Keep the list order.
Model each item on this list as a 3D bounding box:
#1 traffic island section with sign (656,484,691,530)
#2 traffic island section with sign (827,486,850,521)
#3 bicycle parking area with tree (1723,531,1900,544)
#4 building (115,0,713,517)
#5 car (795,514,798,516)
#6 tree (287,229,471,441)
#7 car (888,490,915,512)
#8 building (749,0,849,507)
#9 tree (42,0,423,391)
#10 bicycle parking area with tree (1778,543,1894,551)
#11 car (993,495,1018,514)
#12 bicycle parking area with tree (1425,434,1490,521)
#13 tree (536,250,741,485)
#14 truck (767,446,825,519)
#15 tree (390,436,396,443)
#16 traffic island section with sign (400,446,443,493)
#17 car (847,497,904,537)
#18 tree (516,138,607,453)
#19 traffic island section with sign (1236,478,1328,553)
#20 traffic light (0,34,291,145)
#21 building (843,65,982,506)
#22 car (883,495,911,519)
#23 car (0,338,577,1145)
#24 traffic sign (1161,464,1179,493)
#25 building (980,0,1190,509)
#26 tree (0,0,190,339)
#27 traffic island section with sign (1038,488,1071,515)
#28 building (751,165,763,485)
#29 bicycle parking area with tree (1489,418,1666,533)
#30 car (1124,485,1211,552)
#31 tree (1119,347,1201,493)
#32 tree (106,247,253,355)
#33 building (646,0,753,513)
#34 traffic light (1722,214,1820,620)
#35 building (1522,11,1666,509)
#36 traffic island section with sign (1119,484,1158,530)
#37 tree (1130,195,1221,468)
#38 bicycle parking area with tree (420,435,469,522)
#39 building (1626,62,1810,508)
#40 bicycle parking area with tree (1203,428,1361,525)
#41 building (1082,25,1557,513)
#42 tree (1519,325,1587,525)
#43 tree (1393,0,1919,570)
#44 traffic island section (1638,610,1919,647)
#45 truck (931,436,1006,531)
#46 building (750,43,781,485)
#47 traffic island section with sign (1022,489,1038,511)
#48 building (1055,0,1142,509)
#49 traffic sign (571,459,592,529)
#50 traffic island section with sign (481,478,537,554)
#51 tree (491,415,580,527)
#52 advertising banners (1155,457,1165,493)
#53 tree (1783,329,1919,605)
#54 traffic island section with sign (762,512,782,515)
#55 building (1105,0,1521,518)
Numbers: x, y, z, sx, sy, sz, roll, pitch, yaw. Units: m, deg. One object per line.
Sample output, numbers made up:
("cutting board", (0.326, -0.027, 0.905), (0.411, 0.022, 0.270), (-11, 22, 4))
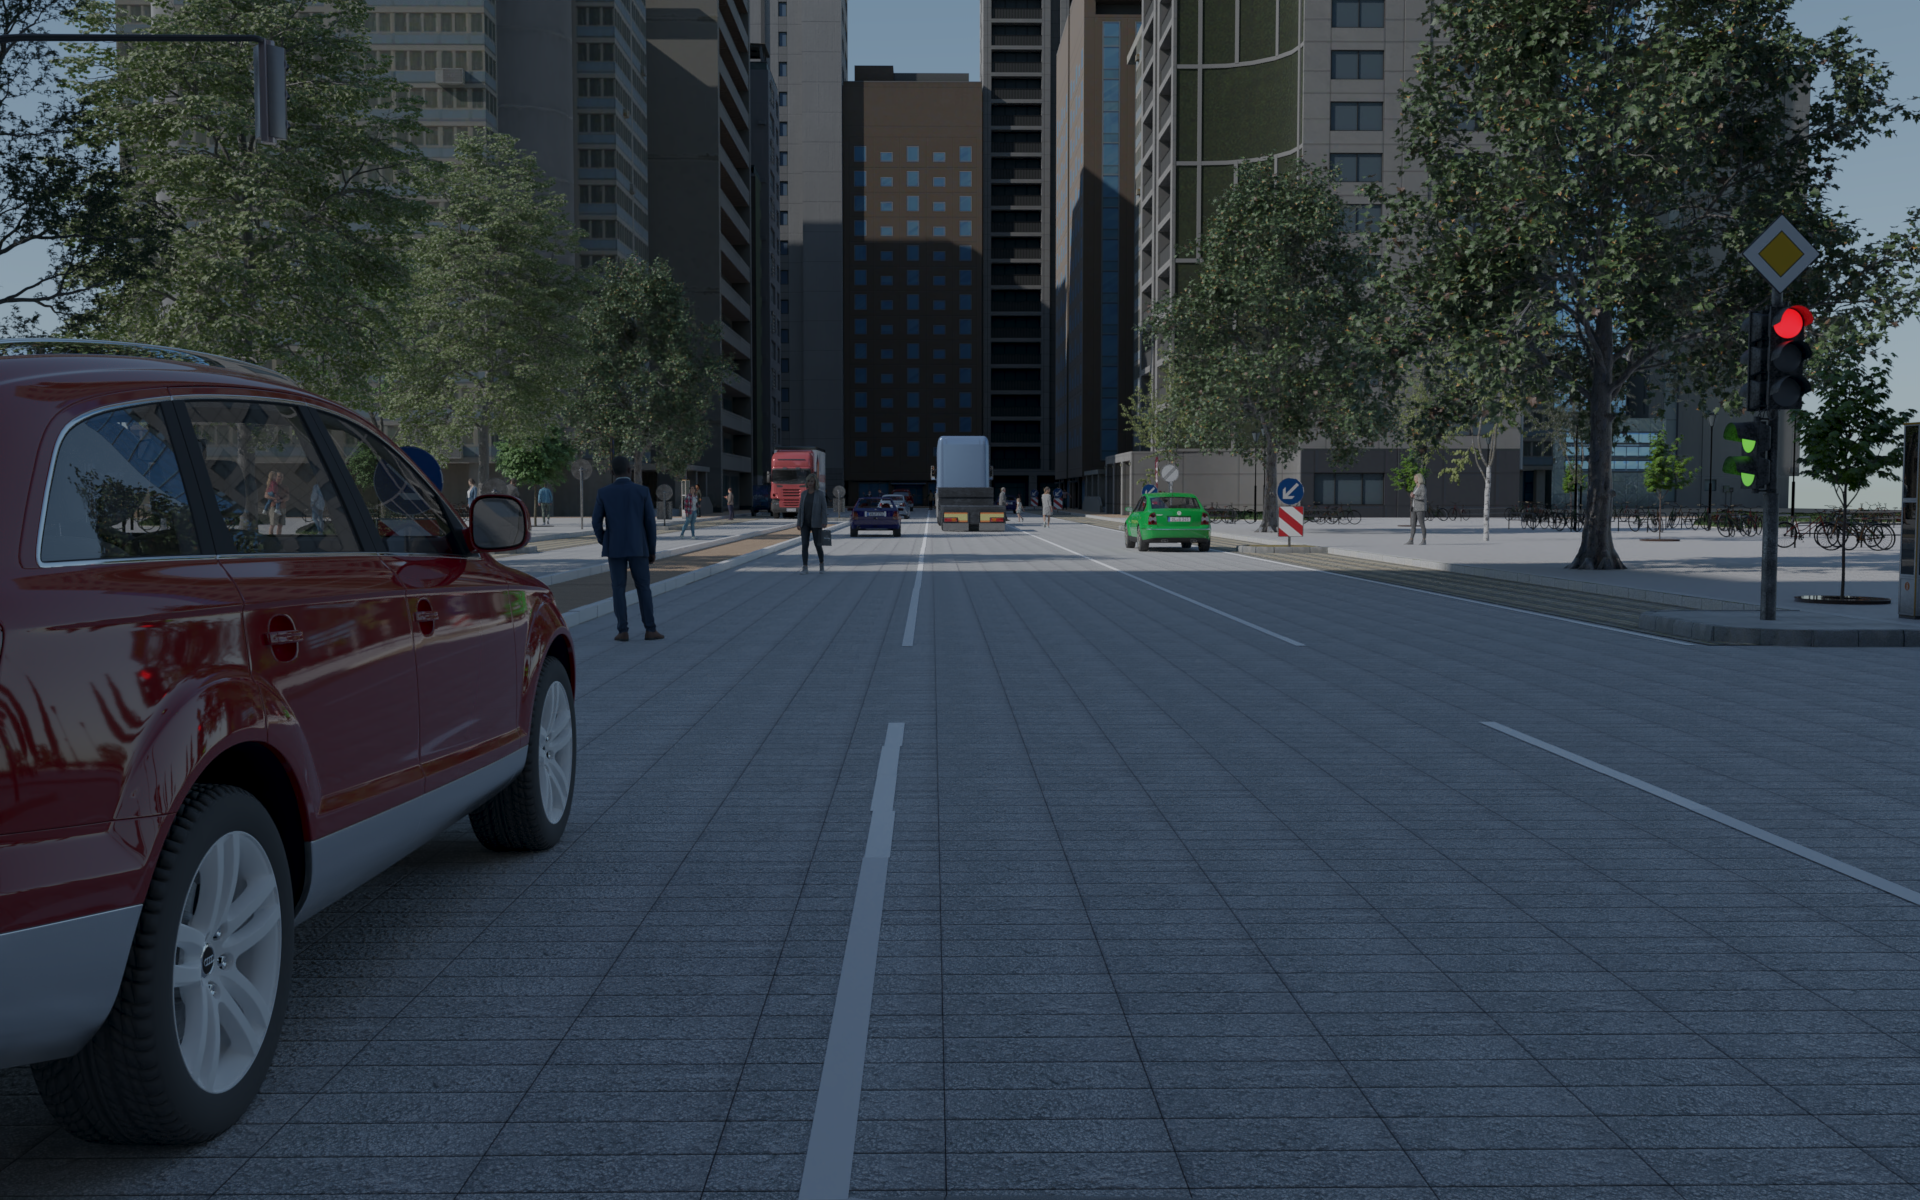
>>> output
("traffic island section with sign", (-11.787, -3.694, 69.030), (1.989, 1.847, 2.006), (0, 4, -1))
("traffic island section with sign", (-6.481, -5.144, 92.238), (2.006, 1.907, 1.989), (0, 4, -1))
("bicycle parking area with tree", (27.604, -3.961, 51.768), (9.016, 4.147, 8.231), (-2, 4, -35))
("building", (-32.096, -25.234, 104.459), (32.217, 40.220, 23.993), (0, 4, -1))
("car", (-10.061, -6.296, 112.721), (2.009, 1.686, 4.222), (0, 4, -1))
("tree", (-23.067, -8.755, 68.900), (9.928, 11.665, 9.643), (0, 3, 0))
("car", (-4.886, -8.266, 143.816), (2.281, 1.827, 5.304), (0, 4, -2))
("building", (-26.197, -39.432, 186.707), (28.212, 58.520, 21.231), (0, 4, -1))
("tree", (-13.742, -7.048, 33.364), (7.486, 12.596, 7.792), (0, 3, 0))
("bicycle parking area with tree", (23.610, -3.131, 38.186), (9.016, 4.147, 8.231), (0, 4, 4))
("car", (3.349, -6.940, 126.052), (1.945, 1.354, 3.894), (0, 4, -2))
("bicycle parking area with tree", (26.818, -5.773, 81.393), (9.016, 4.147, 8.231), (-1, 4, -22))
("tree", (-15.175, -10.056, 81.428), (9.611, 12.733, 9.660), (0, 3, 0))
("truck", (-9.650, -7.009, 103.510), (2.839, 4.237, 11.283), (0, 4, 0))
("tree", (-29.469, -6.369, 87.851), (4.285, 4.588, 4.351), (0, 3, 0))
("traffic island section with sign", (-5.246, -0.549, 17.110), (2.006, 1.907, 1.989), (0, 4, -1))
("car", (-2.888, -2.849, 59.163), (1.945, 1.354, 3.894), (0, 4, -3))
("tree", (-14.505, -8.309, 53.976), (7.486, 12.596, 7.792), (0, 3, 0))
("traffic island section with sign", (7.860, -2.078, 42.604), (1.989, 1.847, 2.006), (0, 4, -1))
("traffic light", (-9.145, -2.607, 17.291), (4.771, 5.953, 1.251), (0, 4, -1))
("building", (-4.948, -32.697, 184.706), (14.200, 45.320, 14.600), (0, 4, -1))
("car", (-3.812, -5.381, 99.974), (2.014, 1.417, 4.499), (0, 4, 0))
("car", (-2.629, 0.203, 5.357), (2.281, 1.827, 5.304), (0, 3, 0))
("traffic sign", (9.012, -4.548, 74.473), (0.768, 2.556, 0.104), (0, 4, 0))
("building", (12.560, -45.758, 186.397), (20.611, 71.187, 20.563), (0, 4, -1))
("tree", (-14.514, -5.475, 23.931), (8.767, 10.594, 7.601), (2, 4, 29))
("traffic island section with sign", (6.605, -6.792, 119.675), (1.989, 1.847, 2.006), (0, 4, -1))
("building", (-24.354, -22.869, 145.616), (14.160, 30.474, 14.107), (0, 4, -1))
("bicycle parking area with tree", (24.069, -4.531, 61.077), (8.231, 4.147, 9.016), (0, 4, 3))
("car", (5.297, -2.184, 44.512), (1.959, 1.807, 4.718), (0, 4, -1))
("tree", (10.053, -8.139, 83.438), (4.737, 8.622, 4.395), (0, 3, 0))
("tree", (-22.767, -6.075, 49.689), (4.737, 8.622, 4.395), (0, 3, 0))
("building", (-27.114, -30.795, 127.196), (21.300, 48.544, 21.600), (0, 4, -1))
("traffic light", (8.223, -1.751, 17.554), (0.839, 4.253, 0.868), (0, 4, -1))
("building", (45.877, -51.524, 155.088), (31.000, 86.520, 22.319), (0, 4, -1))
("traffic island section with sign", (7.420, -3.726, 69.555), (1.989, 1.847, 2.006), (0, 4, -1))
("tree", (10.474, -8.596, 57.553), (9.611, 12.733, 9.660), (0, 3, 0))
("bicycle parking area with tree", (-26.224, -5.752, 81.044), (9.016, 4.147, 8.231), (1, 4, 19))
("building", (68.348, -29.204, 161.073), (14.086, 41.232, 14.154), (0, 4, -1))
("bicycle parking area with tree", (13.410, -5.475, 76.511), (9.016, 4.147, 8.231), (1, 4, 19))
("building", (25.673, -26.543, 125.856), (32.217, 40.220, 23.993), (0, 4, -1))
("tree", (25.035, -7.368, 70.829), (4.360, 8.622, 3.978), (0, 3, 0))
("tree", (11.046, -6.874, 29.395), (9.611, 12.733, 9.660), (0, 3, 0))
("traffic island section", (8.264, 0.282, 17.669), (2.009, 0.180, 2.903), (0, 4, -1))
("truck", (0.296, -5.191, 74.626), (2.967, 4.110, 18.799), (0, 4, -1))
("building", (-23.846, -29.140, 160.032), (14.086, 41.232, 14.154), (0, 4, -1))
("traffic island section with sign", (6.159, -8.465, 147.036), (1.989, 1.847, 2.006), (0, 4, -1))
("building", (16.282, -31.208, 160.364), (14.600, 45.320, 14.200), (0, 4, -1))
("traffic sign", (-13.708, -3.831, 62.750), (0.768, 2.556, 0.104), (0, 4, 0))
("traffic island section with sign", (-11.351, -2.039, 41.961), (1.989, 1.847, 2.006), (0, 4, -1))
("tree", (-16.652, -5.151, 67.939), (4.285, 4.588, 4.351), (0, 3, 0))
("advertising banners", (9.198, -5.102, 79.608), (0.090, 3.025, 2.074), (0, 4, -5))
("tree", (10.600, -1.579, 20.418), (1.663, 3.219, 1.824), (0, 3, 0))
("traffic island section with sign", (-12.613, -6.787, 119.598), (1.989, 1.847, 2.006), (0, 4, -1))
("building", (19.940, -40.587, 101.847), (20.563, 71.187, 20.611), (0, 4, -1))
